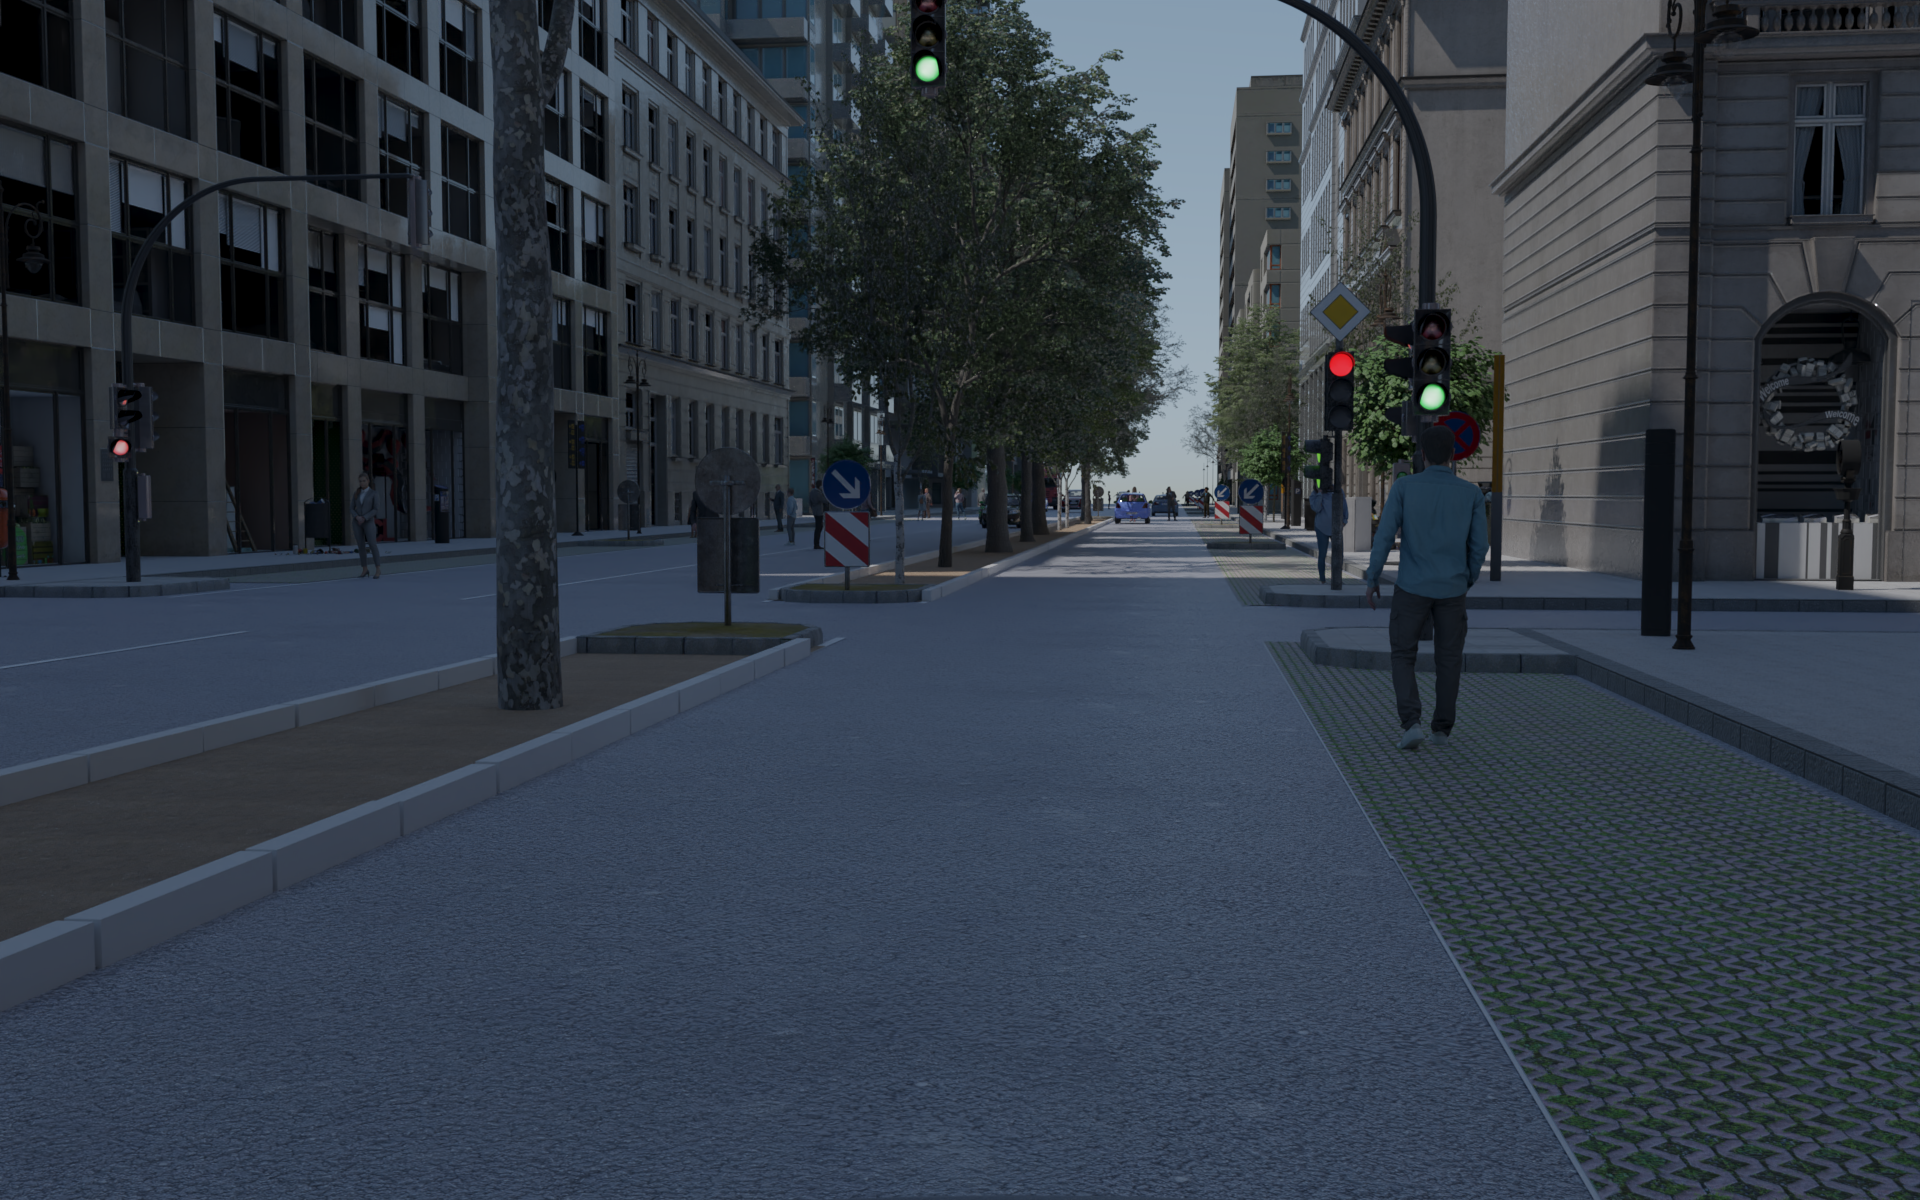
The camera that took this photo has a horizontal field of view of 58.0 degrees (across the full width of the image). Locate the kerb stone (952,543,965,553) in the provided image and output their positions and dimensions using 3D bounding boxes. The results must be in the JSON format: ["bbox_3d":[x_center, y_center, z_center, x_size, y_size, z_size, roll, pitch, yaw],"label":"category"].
[{"bbox_3d":[-0.066,-1.279,43.152,0.120,0.150,1.000,0,4,7],"label":"kerb stone"}]

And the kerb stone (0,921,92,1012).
[{"bbox_3d":[-2.722,1.071,4.718,0.120,0.150,1.000,0,4,7],"label":"kerb stone"}]

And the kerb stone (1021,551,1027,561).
[{"bbox_3d":[1.260,-0.892,36.775,0.120,0.150,1.000,0,4,7],"label":"kerb stone"}]

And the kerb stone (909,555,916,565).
[{"bbox_3d":[-1.074,-0.784,35.026,0.120,0.150,1.000,0,4,7],"label":"kerb stone"}]

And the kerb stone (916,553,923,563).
[{"bbox_3d":[-0.948,-0.843,36.040,0.120,0.150,1.000,0,4,7],"label":"kerb stone"}]

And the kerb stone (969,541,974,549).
[{"bbox_3d":[0.190,-1.403,45.190,0.120,0.150,1.000,0,4,7],"label":"kerb stone"}]

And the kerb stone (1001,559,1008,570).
[{"bbox_3d":[0.748,-0.642,32.685,0.120,0.150,1.000,0,4,7],"label":"kerb stone"}]

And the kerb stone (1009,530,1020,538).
[{"bbox_3d":[1.831,-2.217,58.438,0.120,0.150,1.000,0,4,7],"label":"kerb stone"}]

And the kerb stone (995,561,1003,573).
[{"bbox_3d":[0.629,-0.576,31.663,0.120,0.150,1.000,0,4,7],"label":"kerb stone"}]

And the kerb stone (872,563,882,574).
[{"bbox_3d":[-1.584,-0.534,30.946,0.120,0.150,1.000,0,4,7],"label":"kerb stone"}]

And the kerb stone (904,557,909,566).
[{"bbox_3d":[-1.197,-0.718,34.007,0.120,0.150,1.000,0,4,7],"label":"kerb stone"}]

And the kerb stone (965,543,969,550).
[{"bbox_3d":[0.056,-1.340,44.177,0.120,0.150,1.000,0,4,7],"label":"kerb stone"}]

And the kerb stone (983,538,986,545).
[{"bbox_3d":[0.567,-1.593,48.242,0.120,0.150,1.000,0,4,7],"label":"kerb stone"}]

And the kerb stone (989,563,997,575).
[{"bbox_3d":[0.507,-0.517,30.648,0.120,0.150,1.000,0,4,7],"label":"kerb stone"}]

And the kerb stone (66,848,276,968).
[{"bbox_3d":[-2.590,1.008,5.732,0.120,0.150,1.000,0,4,7],"label":"kerb stone"}]

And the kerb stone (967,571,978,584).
[{"bbox_3d":[0.125,-0.330,27.597,0.120,0.150,1.000,0,4,7],"label":"kerb stone"}]

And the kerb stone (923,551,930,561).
[{"bbox_3d":[-0.820,-0.909,37.064,0.120,0.150,1.000,0,4,7],"label":"kerb stone"}]

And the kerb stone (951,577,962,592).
[{"bbox_3d":[-0.122,-0.206,25.568,0.120,0.150,1.000,0,4,7],"label":"kerb stone"}]

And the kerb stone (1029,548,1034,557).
[{"bbox_3d":[1.509,-1.017,38.816,0.120,0.150,1.000,0,4,7],"label":"kerb stone"}]

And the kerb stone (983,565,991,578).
[{"bbox_3d":[0.369,-0.455,29.636,0.120,0.150,1.000,0,4,7],"label":"kerb stone"}]

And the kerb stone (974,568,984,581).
[{"bbox_3d":[0.241,-0.392,28.612,0.120,0.150,1.000,0,4,7],"label":"kerb stone"}]

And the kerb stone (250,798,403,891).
[{"bbox_3d":[-2.460,0.945,6.748,0.120,0.150,1.000,0,4,7],"label":"kerb stone"}]

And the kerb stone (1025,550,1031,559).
[{"bbox_3d":[1.384,-0.953,37.792,0.120,0.150,1.000,0,4,7],"label":"kerb stone"}]

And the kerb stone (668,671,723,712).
[{"bbox_3d":[-1.831,0.633,11.846,0.120,0.150,1.000,0,4,7],"label":"kerb stone"}]

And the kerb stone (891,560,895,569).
[{"bbox_3d":[-1.332,-0.659,32.982,0.120,0.150,1.000,0,4,7],"label":"kerb stone"}]

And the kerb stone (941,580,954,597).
[{"bbox_3d":[-0.248,-0.144,24.554,0.120,0.150,1.000,0,4,7],"label":"kerb stone"}]

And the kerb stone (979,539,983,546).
[{"bbox_3d":[0.438,-1.525,47.223,0.120,0.150,1.000,0,4,7],"label":"kerb stone"}]

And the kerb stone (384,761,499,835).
[{"bbox_3d":[-2.331,0.888,7.767,0.120,0.150,1.000,0,4,7],"label":"kerb stone"}]

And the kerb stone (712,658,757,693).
[{"bbox_3d":[-1.708,0.571,12.861,0.120,0.150,1.000,0,4,7],"label":"kerb stone"}]

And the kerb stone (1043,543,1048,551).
[{"bbox_3d":[2.015,-1.266,42.889,0.120,0.150,1.000,0,4,7],"label":"kerb stone"}]

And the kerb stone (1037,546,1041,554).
[{"bbox_3d":[1.764,-1.139,40.854,0.120,0.150,1.000,0,4,7],"label":"kerb stone"}]

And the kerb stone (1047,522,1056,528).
[{"bbox_3d":[3.975,-3.272,75.718,0.120,0.150,1.000,0,4,7],"label":"kerb stone"}]

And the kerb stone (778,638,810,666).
[{"bbox_3d":[-1.451,0.446,14.902,0.120,0.150,1.000,0,4,7],"label":"kerb stone"}]

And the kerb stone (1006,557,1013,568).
[{"bbox_3d":[0.876,-0.704,33.707,0.120,0.150,1.000,0,4,7],"label":"kerb stone"}]

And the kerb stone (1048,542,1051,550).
[{"bbox_3d":[2.136,-1.328,43.906,0.120,0.150,1.000,0,4,7],"label":"kerb stone"}]

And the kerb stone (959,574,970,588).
[{"bbox_3d":[-0.003,-0.265,26.583,0.120,0.150,1.000,0,4,7],"label":"kerb stone"}]

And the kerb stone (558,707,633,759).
[{"bbox_3d":[-2.084,0.757,9.817,0.120,0.150,1.000,0,4,7],"label":"kerb stone"}]

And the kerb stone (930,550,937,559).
[{"bbox_3d":[-0.693,-0.971,38.078,0.120,0.150,1.000,0,4,7],"label":"kerb stone"}]

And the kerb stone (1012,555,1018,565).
[{"bbox_3d":[1.004,-0.765,34.733,0.120,0.150,1.000,0,4,7],"label":"kerb stone"}]

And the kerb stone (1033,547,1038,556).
[{"bbox_3d":[1.635,-1.079,39.839,0.120,0.150,1.000,0,4,7],"label":"kerb stone"}]

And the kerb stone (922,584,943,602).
[{"bbox_3d":[-0.385,-0.082,23.540,0.120,0.150,1.000,0,4,7],"label":"kerb stone"}]

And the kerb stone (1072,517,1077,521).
[{"bbox_3d":[5.989,-4.269,91.992,0.120,0.150,1.000,0,4,7],"label":"kerb stone"}]

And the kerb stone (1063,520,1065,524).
[{"bbox_3d":[4.728,-3.642,81.818,0.120,0.150,1.000,0,4,7],"label":"kerb stone"}]

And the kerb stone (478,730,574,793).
[{"bbox_3d":[-2.204,0.819,8.798,0.120,0.150,1.000,0,4,7],"label":"kerb stone"}]

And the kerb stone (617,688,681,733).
[{"bbox_3d":[-1.961,0.695,10.832,0.120,0.150,1.000,0,4,7],"label":"kerb stone"}]

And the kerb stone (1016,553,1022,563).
[{"bbox_3d":[1.133,-0.824,35.752,0.120,0.150,1.000,0,4,7],"label":"kerb stone"}]

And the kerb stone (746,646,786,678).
[{"bbox_3d":[-1.583,0.508,13.885,0.120,0.150,1.000,0,4,7],"label":"kerb stone"}]

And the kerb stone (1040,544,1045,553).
[{"bbox_3d":[1.885,-1.195,41.870,0.120,0.150,1.000,0,4,7],"label":"kerb stone"}]

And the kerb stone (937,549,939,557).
[{"bbox_3d":[-0.575,-1.033,39.094,0.120,0.150,1.000,0,4,7],"label":"kerb stone"}]

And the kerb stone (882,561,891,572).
[{"bbox_3d":[-1.460,-0.597,31.961,0.120,0.150,1.000,0,4,7],"label":"kerb stone"}]

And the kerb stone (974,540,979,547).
[{"bbox_3d":[0.315,-1.465,46.209,0.120,0.150,1.000,0,4,7],"label":"kerb stone"}]
